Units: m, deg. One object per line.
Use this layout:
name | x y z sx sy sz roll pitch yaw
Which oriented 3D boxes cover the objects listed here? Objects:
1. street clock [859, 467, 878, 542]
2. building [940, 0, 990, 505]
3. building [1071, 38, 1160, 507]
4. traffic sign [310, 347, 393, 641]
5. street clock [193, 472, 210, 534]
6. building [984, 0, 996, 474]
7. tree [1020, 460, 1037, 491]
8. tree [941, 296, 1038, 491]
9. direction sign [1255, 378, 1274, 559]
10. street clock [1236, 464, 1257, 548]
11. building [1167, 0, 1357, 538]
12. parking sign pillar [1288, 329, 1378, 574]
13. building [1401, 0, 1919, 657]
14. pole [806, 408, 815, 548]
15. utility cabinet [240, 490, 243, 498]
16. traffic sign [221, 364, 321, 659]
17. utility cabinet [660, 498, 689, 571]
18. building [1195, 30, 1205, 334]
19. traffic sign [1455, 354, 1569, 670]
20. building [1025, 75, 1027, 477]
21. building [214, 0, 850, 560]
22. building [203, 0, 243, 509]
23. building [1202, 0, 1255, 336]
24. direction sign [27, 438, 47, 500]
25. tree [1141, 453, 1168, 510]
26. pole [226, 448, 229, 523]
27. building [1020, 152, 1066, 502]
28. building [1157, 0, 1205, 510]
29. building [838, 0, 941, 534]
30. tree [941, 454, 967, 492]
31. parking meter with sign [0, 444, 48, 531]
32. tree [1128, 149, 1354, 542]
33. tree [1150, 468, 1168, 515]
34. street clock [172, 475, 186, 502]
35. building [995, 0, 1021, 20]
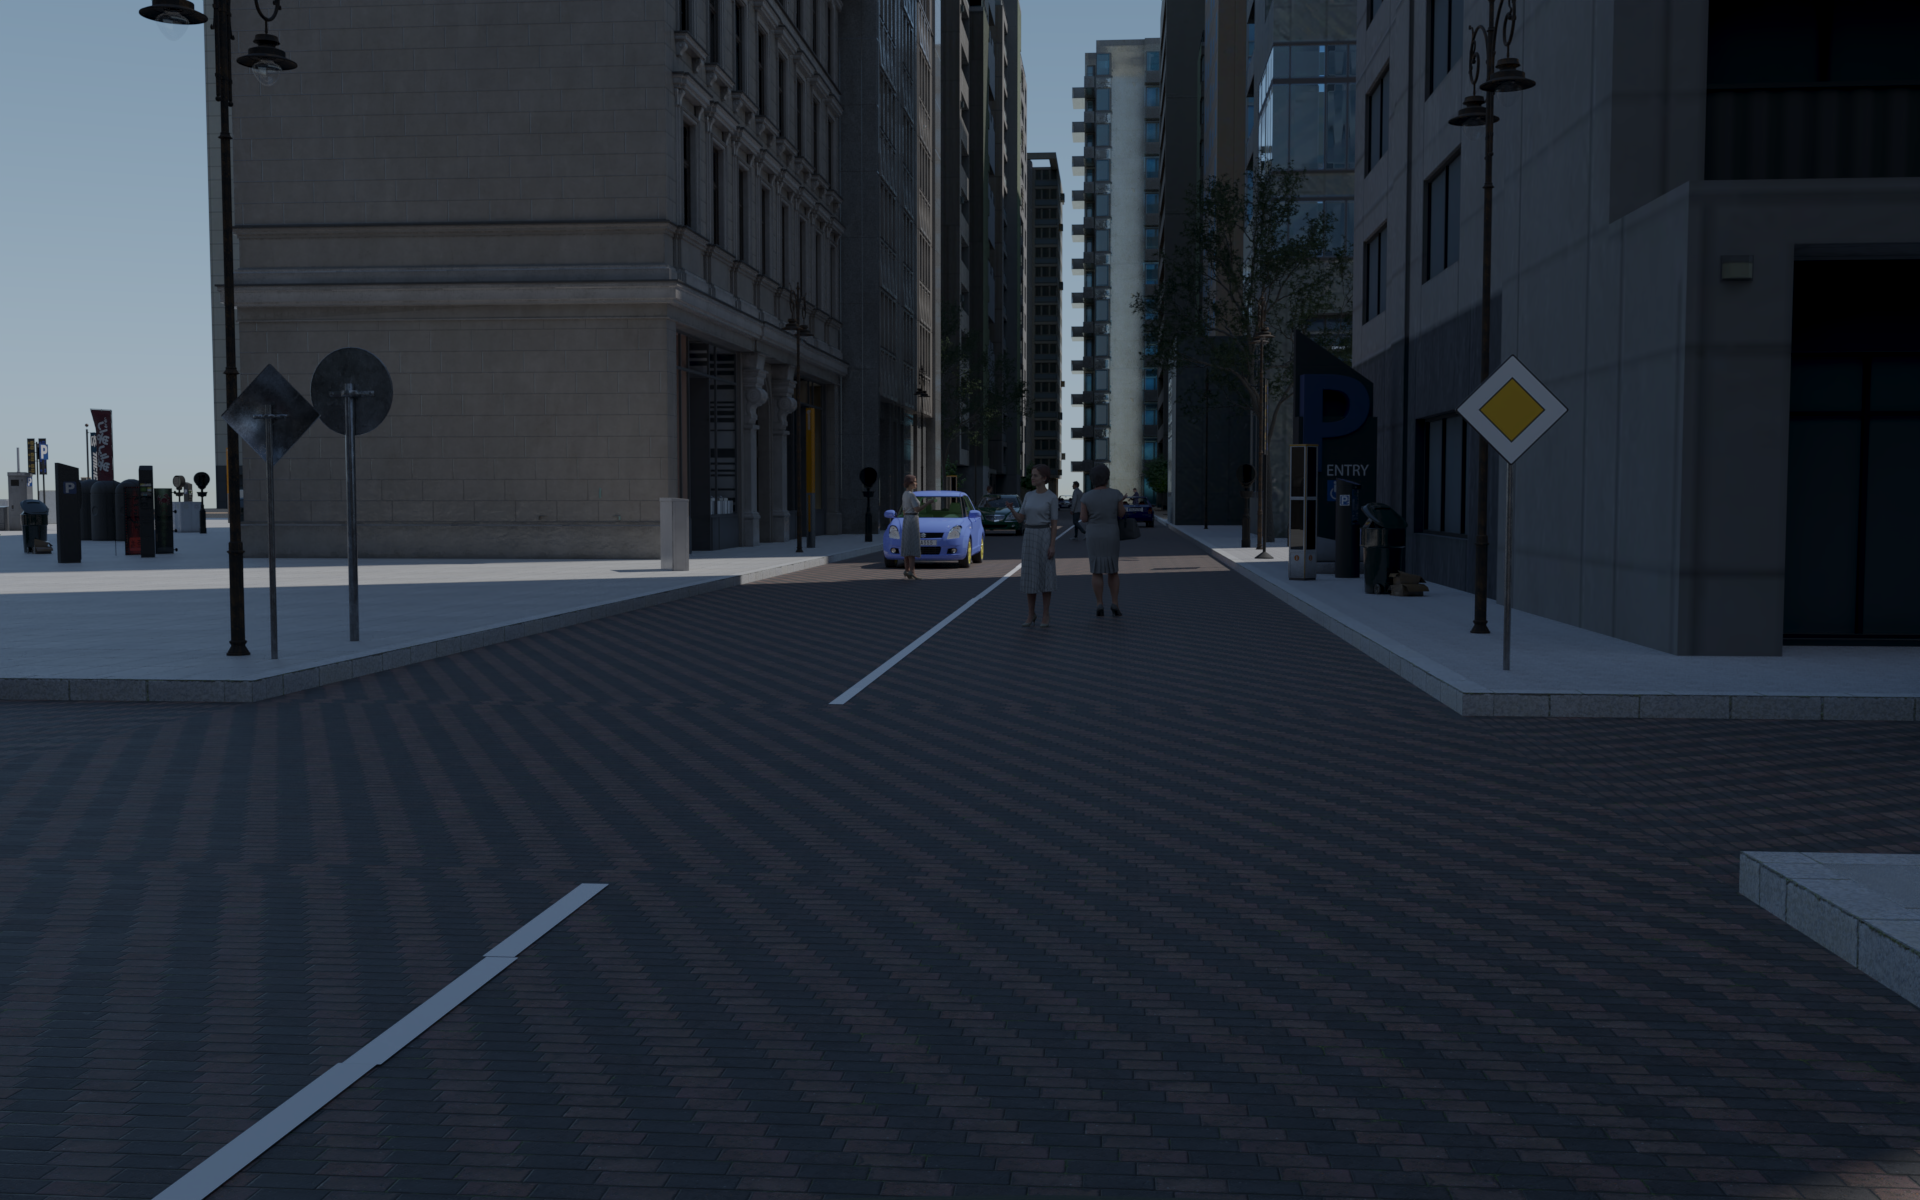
street clock | -2.453 -2.560 46.432 0.471 2.002 0.358 -1 4 -11
building | -5.865 -19.838 96.053 14.160 30.474 14.107 0 4 5
building | 27.093 -34.408 182.171 30.456 49.044 23.786 0 4 5
traffic sign | -5.287 -0.914 15.044 0.768 2.556 0.104 1 4 9
street clock | -24.564 -3.155 56.153 0.471 2.002 0.358 -2 4 -34
building | -11.743 -32.328 117.795 28.713 52.752 27.495 0 4 5
tree | 6.903 -11.116 165.464 4.285 4.588 4.351 0 3 0
tree | -0.585 -8.839 78.922 8.767 10.594 7.601 0 4 5
direction sign | 6.043 -2.587 34.302 0.379 3.537 0.876 1 4 14
street clock | 6.854 -2.256 41.453 0.471 2.002 0.358 1 4 21
building | 19.488 -45.859 62.459 22.319 86.520 31.000 0 4 5
parking sign pillar | 6.123 -2.436 28.302 1.447 3.967 1.447 0 4 -2
building | 16.863 -35.629 20.782 20.611 71.187 20.563 0 4 5
pole | -3.549 -2.893 41.143 0.158 3.312 0.155 0 3 0
utility cabinet | -36.927 -4.972 89.976 1.173 1.500 0.318 1 4 10
traffic sign | -5.328 -0.597 13.407 0.795 2.450 0.064 0 4 5
utility cabinet | -4.821 -1.108 29.276 0.306 1.237 1.020 -1 4 -21
building | 22.128 -20.768 111.250 14.160 30.474 14.107 0 4 5
traffic sign | 3.977 -0.545 12.552 0.795 2.450 0.064 0 4 5
building | -1.106 -28.868 155.582 14.086 41.232 14.154 0 4 5
building | -9.927 -11.261 35.034 10.553 20.767 40.483 0 4 5
building | -53.171 -43.946 156.764 20.611 71.187 20.563 0 4 5
building | 20.941 -27.315 96.719 14.600 45.320 14.200 0 4 5
direction sign | -37.393 -4.785 70.231 0.876 3.537 0.379 1 4 12
tree | 15.956 -9.398 137.363 4.285 4.588 4.351 0 3 0
pole | -32.297 -5.058 76.546 0.158 3.312 0.155 0 3 0
building | -0.747 -30.371 188.442 23.993 40.220 32.217 0 4 5
building | 28.101 -32.147 149.300 21.300 48.544 21.600 0 4 5
building | -7.704 -15.105 64.985 12.078 24.808 19.932 0 4 5
tree | -0.471 -5.483 84.255 1.663 3.219 1.824 0 3 0
parking meter with sign | -32.737 -3.920 60.346 1.738 3.016 0.543 0 4 1
tree | 8.372 -6.834 46.154 8.767 10.594 7.601 1 4 17
tree | 12.982 -6.801 105.791 1.663 3.219 1.824 0 3 0
street clock | -30.041 -3.798 66.669 0.471 2.002 0.358 2 4 28
building | -2.537 -27.802 138.156 14.154 41.232 14.086 0 4 5
